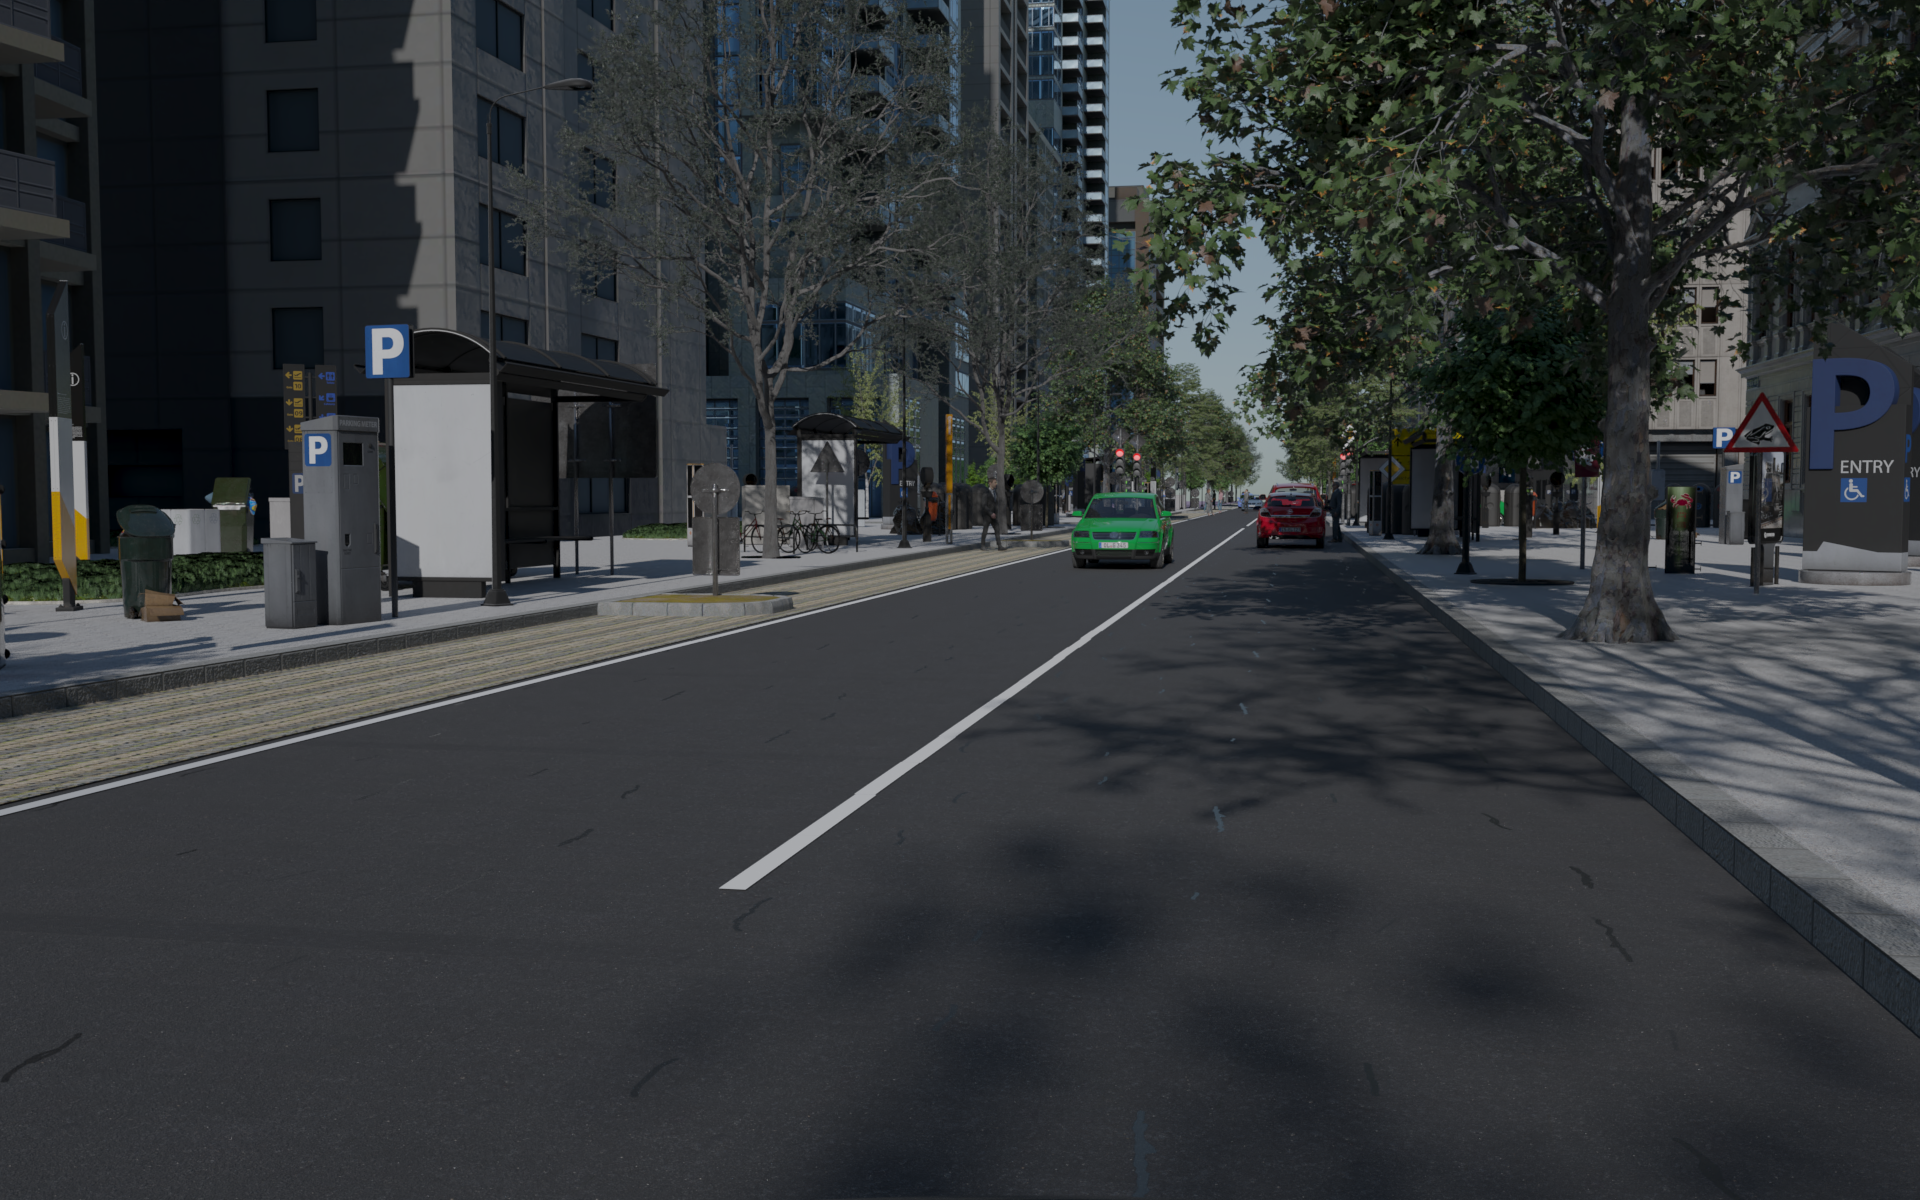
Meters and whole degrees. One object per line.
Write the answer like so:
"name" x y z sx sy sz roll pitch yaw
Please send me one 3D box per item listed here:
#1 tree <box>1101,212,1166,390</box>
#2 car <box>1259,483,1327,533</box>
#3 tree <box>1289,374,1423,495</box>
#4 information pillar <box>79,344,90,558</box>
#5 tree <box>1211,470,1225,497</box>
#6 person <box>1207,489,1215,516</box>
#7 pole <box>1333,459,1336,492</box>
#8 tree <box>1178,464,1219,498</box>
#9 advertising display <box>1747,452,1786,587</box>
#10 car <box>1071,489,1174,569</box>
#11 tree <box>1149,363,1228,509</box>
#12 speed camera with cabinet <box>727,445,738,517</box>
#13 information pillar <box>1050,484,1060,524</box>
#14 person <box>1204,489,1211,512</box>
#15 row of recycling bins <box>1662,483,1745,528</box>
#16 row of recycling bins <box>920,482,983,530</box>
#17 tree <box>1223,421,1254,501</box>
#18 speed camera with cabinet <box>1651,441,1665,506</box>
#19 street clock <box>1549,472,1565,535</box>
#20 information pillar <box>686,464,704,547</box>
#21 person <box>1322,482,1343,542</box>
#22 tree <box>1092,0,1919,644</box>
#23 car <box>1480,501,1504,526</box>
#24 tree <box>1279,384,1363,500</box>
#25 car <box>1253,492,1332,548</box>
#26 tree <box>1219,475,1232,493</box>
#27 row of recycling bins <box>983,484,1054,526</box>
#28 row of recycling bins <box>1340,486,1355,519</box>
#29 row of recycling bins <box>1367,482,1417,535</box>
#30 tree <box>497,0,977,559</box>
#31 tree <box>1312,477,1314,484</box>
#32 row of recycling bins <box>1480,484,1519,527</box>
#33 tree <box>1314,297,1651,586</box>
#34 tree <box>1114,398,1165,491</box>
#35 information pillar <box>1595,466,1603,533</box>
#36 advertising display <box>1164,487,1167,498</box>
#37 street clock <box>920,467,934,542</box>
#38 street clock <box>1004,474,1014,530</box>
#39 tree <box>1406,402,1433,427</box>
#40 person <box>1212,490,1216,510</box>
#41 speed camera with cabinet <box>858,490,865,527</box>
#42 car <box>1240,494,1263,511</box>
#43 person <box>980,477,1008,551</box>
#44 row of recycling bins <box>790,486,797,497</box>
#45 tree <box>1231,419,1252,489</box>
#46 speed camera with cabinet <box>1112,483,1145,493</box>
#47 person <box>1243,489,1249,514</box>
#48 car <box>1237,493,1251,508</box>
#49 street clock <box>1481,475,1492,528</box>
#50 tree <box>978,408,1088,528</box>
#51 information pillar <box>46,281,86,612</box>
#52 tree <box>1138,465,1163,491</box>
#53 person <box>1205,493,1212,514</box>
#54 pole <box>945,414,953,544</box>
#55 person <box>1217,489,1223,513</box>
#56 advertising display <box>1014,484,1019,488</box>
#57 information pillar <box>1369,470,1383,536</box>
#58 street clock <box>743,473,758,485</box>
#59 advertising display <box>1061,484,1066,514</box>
"tree" 1.191 -8.811 54.428 12.009 13.543 11.850 0 3 0
"car" 11.380 -3.084 59.101 2.281 1.827 5.304 1 4 9
"tree" 21.391 -10.725 93.487 7.486 12.596 7.792 0 3 0
"information pillar" -13.893 -2.185 27.082 0.504 3.616 0.183 0 4 -2
"tree" 30.422 -15.760 208.032 4.737 8.622 4.395 0 3 0
"person" 16.494 -6.422 113.769 0.573 1.790 0.520 1 4 12
"pole" 21.481 -6.456 99.406 0.158 3.312 0.155 0 3 0
"tree" 22.805 -11.424 170.489 4.285 4.588 4.351 0 3 0
"advertising display" 11.293 -1.165 24.259 0.974 1.923 0.123 -3 5 -44
"car" 3.293 -1.584 34.689 1.959 1.807 4.718 1 4 10
"tree" 19.032 -14.162 149.675 7.486 12.596 7.792 0 3 0
"speed camera with cabinet" -9.384 -4.642 70.230 0.660 3.252 2.038 0 4 -3
"information pillar" 4.012 -4.205 73.252 0.304 2.012 0.304 2 4 29
"person" 18.942 -7.585 132.496 0.713 1.824 0.794 -1 4 -12
"row of recycling bins" 28.620 -3.602 66.001 3.534 1.692 1.069 2 4 33
"row of recycling bins" -0.427 -3.367 62.156 1.069 1.692 3.534 1 4 22
"tree" 49.526 -24.402 309.339 12.009 13.543 11.850 0 3 0
"speed camera with cabinet" 25.570 -4.315 64.882 0.660 3.252 2.038 -1 4 -10
"street clock" 18.785 -3.055 54.522 0.471 2.002 0.358 1 4 15
"information pillar" -6.422 -2.296 42.039 0.304 2.012 0.304 -3 5 -39
"person" 11.083 -2.614 51.417 0.590 1.801 0.661 0 4 -1
"tree" 5.961 -5.993 14.995 9.611 12.733 9.660 0 3 0
"car" 21.440 -4.002 74.234 4.718 1.807 1.959 1 4 9
"tree" 26.173 -11.577 123.699 7.601 10.594 8.767 -1 4 -15
"car" 9.065 -2.340 47.295 2.155 1.783 4.494 1 4 12
"tree" 34.381 -14.987 228.748 4.285 4.588 4.351 0 3 0
"row of recycling bins" 2.099 -3.844 69.970 3.534 1.692 1.069 -1 4 -14
"row of recycling bins" 20.912 -5.085 90.257 1.069 1.692 3.534 -2 4 -27
"row of recycling bins" 14.031 -2.966 55.605 1.069 1.692 3.534 -1 4 -10
"tree" -3.766 -7.563 34.024 12.009 13.543 11.850 0 3 0
"tree" 19.687 -6.036 82.402 4.285 4.588 4.351 0 3 0
"row of recycling bins" 20.559 -3.757 68.545 3.534 1.692 1.069 1 4 18
"tree" 8.066 -2.519 24.892 4.285 4.588 4.351 0 3 0
"tree" 12.460 -10.273 118.319 4.360 8.622 3.978 0 3 0
"information pillar" 21.138 -4.009 56.905 0.504 3.616 0.183 -2 4 -34
"advertising display" 16.023 -8.143 138.358 0.974 1.923 0.123 2 4 27
"street clock" -0.883 -2.557 46.382 0.358 2.002 0.471 -1 4 -21
"street clock" 1.720 -3.515 62.034 0.358 2.002 0.471 3 4 39
"tree" 30.964 -10.054 114.749 4.360 8.622 3.978 0 3 0
"person" 23.519 -9.282 160.291 0.705 1.821 1.348 0 4 3
"speed camera with cabinet" -4.491 -4.485 67.665 0.660 3.252 2.038 -3 4 -36
"car" 24.635 -8.199 146.061 2.014 1.417 4.499 1 4 10
"person" 0.832 -2.142 43.300 0.755 1.850 0.659 3 4 38
"row of recycling bins" -8.677 -4.892 87.093 3.534 1.692 1.069 -2 4 -26
"tree" 38.044 -20.241 249.069 7.486 12.596 7.792 0 3 0
"speed camera with cabinet" 10.362 -6.868 106.624 2.038 3.252 0.660 -2 4 -26
"person" 21.092 -7.282 127.745 0.473 1.802 0.592 2 4 32
"car" 28.930 -10.085 174.474 1.945 1.707 3.694 1 4 13
"street clock" 19.791 -3.707 65.181 0.358 2.002 0.471 3 5 42
"tree" 3.253 -5.024 65.852 4.285 4.588 4.351 0 3 0
"information pillar" -9.791 -1.684 18.880 0.183 3.616 0.504 -1 4 -10
"tree" 12.356 -7.267 113.414 1.663 3.219 1.824 0 3 0
"person" 18.109 -7.046 126.303 0.503 1.515 0.523 0 4 -6
"pole" -0.281 -3.091 44.381 0.158 3.312 0.155 0 3 0
"person" 19.301 -7.344 128.591 0.388 1.821 0.555 -2 4 -24
"advertising display" 3.688 -6.617 113.406 0.123 1.923 0.974 1 4 15
"information pillar" 12.769 -2.980 53.208 0.304 2.012 0.304 -1 4 -11
"street clock" -7.370 -3.444 60.881 0.471 2.002 0.358 -2 4 -29
"advertising display" 6.821 -6.633 113.656 0.123 1.923 0.974 -1 4 -9
